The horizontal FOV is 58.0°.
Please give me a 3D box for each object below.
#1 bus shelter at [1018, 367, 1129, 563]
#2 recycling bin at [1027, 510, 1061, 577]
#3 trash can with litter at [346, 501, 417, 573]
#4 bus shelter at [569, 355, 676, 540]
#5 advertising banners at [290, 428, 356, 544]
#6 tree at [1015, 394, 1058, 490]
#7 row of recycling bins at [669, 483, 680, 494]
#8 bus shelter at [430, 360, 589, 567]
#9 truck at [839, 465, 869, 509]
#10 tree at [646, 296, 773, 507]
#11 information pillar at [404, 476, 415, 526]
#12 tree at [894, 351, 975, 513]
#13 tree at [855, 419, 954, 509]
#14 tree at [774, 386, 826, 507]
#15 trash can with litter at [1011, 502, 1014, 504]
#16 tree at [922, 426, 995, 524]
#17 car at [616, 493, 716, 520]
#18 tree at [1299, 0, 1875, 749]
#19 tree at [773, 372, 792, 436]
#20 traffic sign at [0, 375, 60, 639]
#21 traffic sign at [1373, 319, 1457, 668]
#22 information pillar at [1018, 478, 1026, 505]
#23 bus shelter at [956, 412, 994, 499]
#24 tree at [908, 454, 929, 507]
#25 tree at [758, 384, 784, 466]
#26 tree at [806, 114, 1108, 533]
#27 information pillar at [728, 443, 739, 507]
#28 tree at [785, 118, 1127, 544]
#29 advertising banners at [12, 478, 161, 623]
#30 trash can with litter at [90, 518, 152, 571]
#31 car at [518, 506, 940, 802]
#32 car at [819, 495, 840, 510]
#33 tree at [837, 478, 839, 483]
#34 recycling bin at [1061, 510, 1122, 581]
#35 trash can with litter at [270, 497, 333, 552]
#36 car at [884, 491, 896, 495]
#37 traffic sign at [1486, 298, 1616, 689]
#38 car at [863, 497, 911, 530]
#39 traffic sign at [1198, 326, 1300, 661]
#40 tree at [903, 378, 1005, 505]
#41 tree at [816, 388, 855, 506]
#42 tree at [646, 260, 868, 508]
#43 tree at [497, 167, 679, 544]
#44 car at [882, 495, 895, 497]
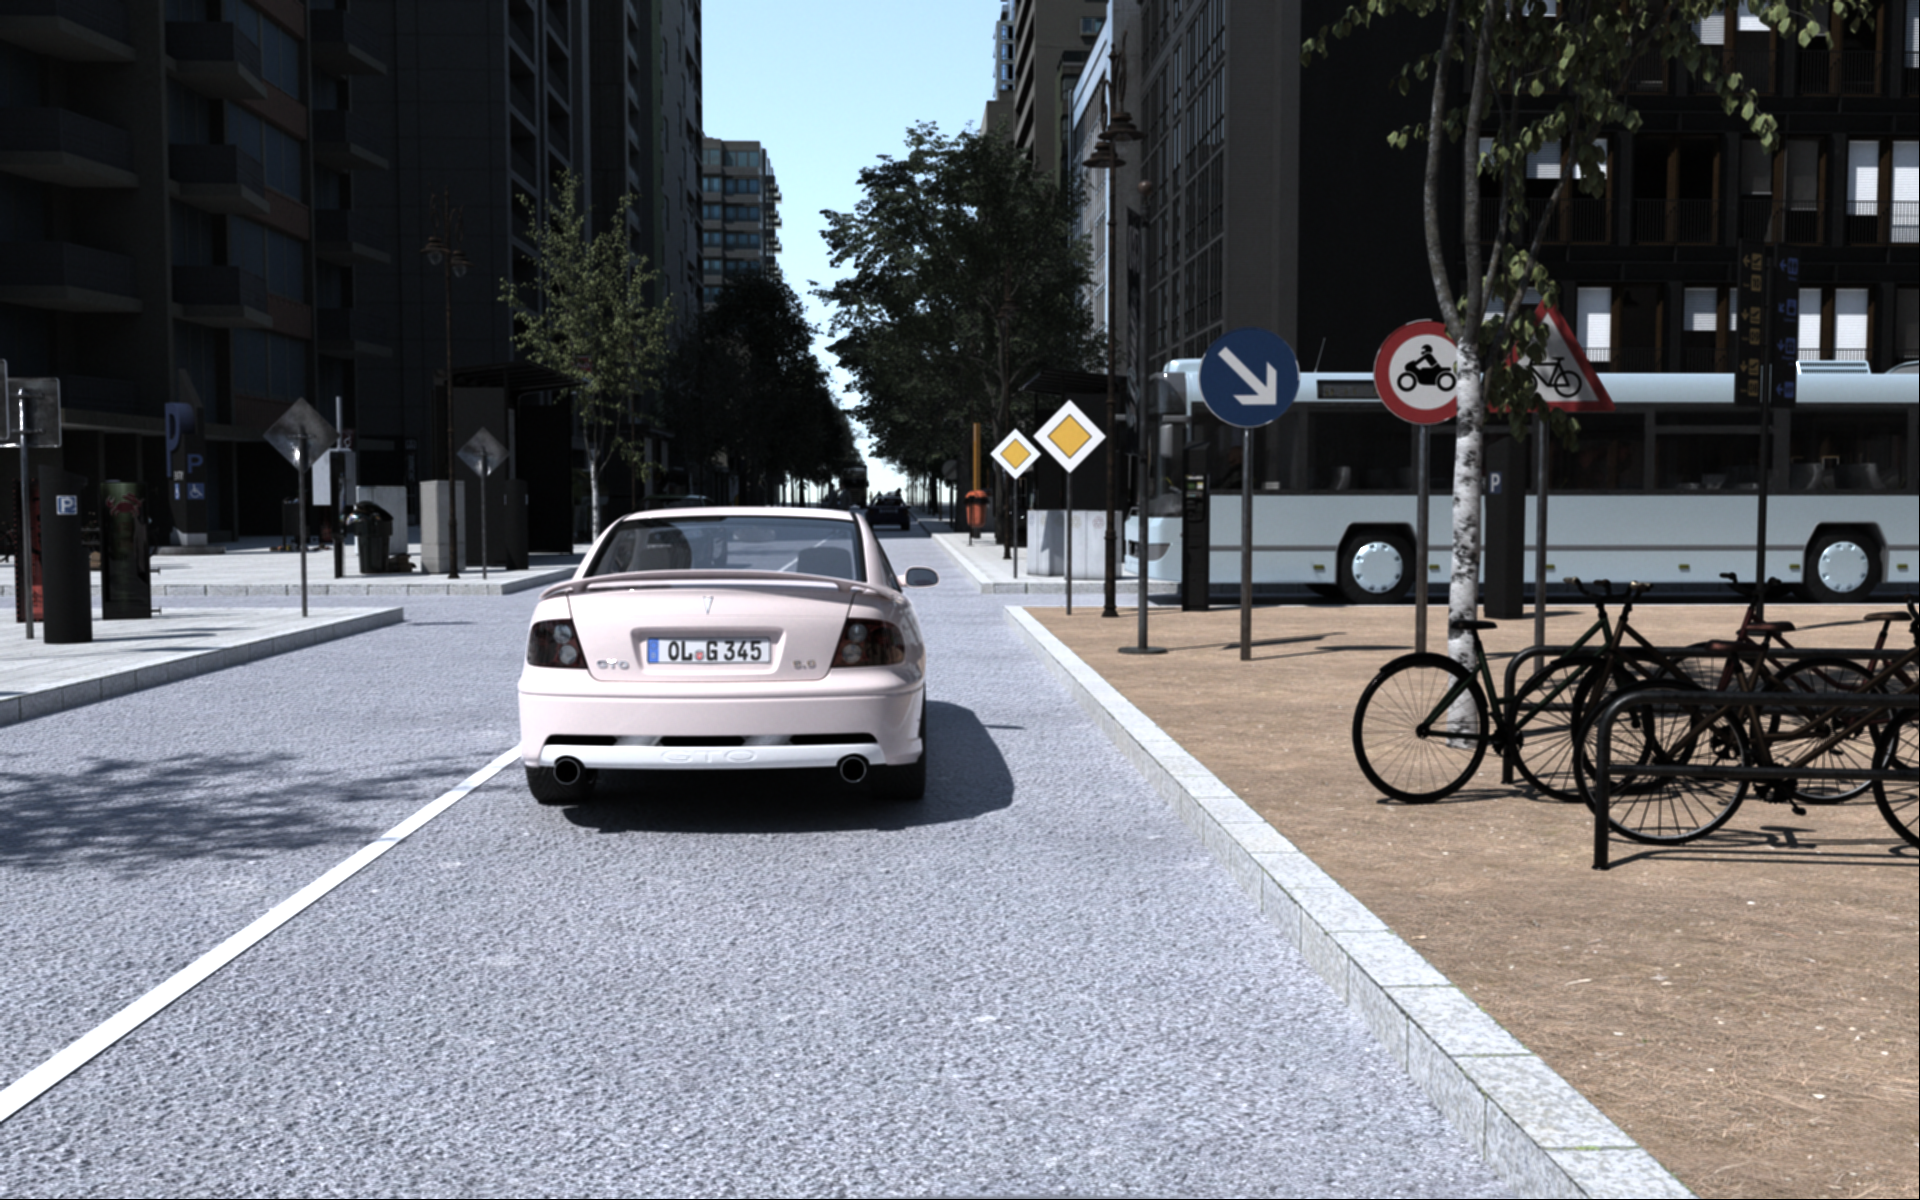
[{"bbox_3d":[2.261,-2.688,35.230,1.731,3.624,6.357,0,4,-2],"label":"bus shelter"},{"bbox_3d":[1.532,-0.903,27.325,0.722,1.027,0.722,-2,4,-28],"label":"recycling bin"},{"bbox_3d":[-9.385,-1.023,28.118,0.624,1.170,1.055,2,4,24],"label":"trash can with litter"},{"bbox_3d":[-10.321,-4.601,52.864,2.179,5.291,8.768,0,4,-2],"label":"bus shelter"},{"bbox_3d":[-16.614,-3.003,45.292,0.090,3.025,2.074,2,4,31],"label":"advertising banners"},{"bbox_3d":[3.964,-9.025,97.929,4.360,8.622,3.978,0,3,0],"label":"tree"},{"bbox_3d":[-10.730,-3.328,61.528,1.069,1.692,3.534,0,4,7],"label":"row of recycling bins"},{"bbox_3d":[-8.534,-2.574,33.371,1.731,3.624,6.357,0,4,-2],"label":"bus shelter"},{"bbox_3d":[-10.304,-11.023,169.140,2.839,4.237,11.283,0,4,-3],"label":"truck"},{"bbox_3d":[-9.901,-6.983,64.534,4.360,8.622,3.978,0,3,0],"label":"tree"},{"bbox_3d":[-22.195,-3.998,69.860,0.304,2.012,0.304,0,4,7],"label":"information pillar"},{"bbox_3d":[-1.770,-11.649,116.215,9.928,11.665,9.643,0,3,0],"label":"tree"},{"bbox_3d":[-2.594,-14.734,151.271,12.009,13.543,11.850,0,3,0],"label":"tree"},{"bbox_3d":[-10.684,-9.586,107.097,4.737,8.622,4.395,0,3,0],"label":"tree"},{"bbox_3d":[1.857,-2.957,59.728,1.055,1.170,0.624,2,4,34],"label":"trash can with litter"},{"bbox_3d":[0.072,-5.586,75.046,4.285,4.588,4.351,0,3,0],"label":"tree"},{"bbox_3d":[-5.469,-1.423,33.057,2.009,1.686,4.222,0,4,-1],"label":"car"},{"bbox_3d":[2.789,-3.556,8.509,4.737,8.622,4.395,0,3,0],"label":"tree"},{"bbox_3d":[-9.297,-7.406,71.448,4.360,8.622,3.978,0,3,0],"label":"tree"},{"bbox_3d":[-8.234,-0.804,15.272,0.606,2.300,0.079,0,4,-2],"label":"traffic sign"},{"bbox_3d":[3.404,-0.772,12.722,0.768,2.556,0.104,0,4,4],"label":"traffic sign"},{"bbox_3d":[2.858,-4.625,80.107,0.304,2.012,0.304,-2,4,-25],"label":"information pillar"},{"bbox_3d":[0.718,-6.413,82.479,2.179,5.291,8.768,0,4,-2],"label":"bus shelter"},{"bbox_3d":[-3.348,-13.589,172.547,4.737,8.622,4.395,0,3,0],"label":"tree"},{"bbox_3d":[-12.534,-11.998,130.584,8.767,10.594,7.601,0,4,2],"label":"tree"},{"bbox_3d":[0.007,-9.230,57.567,9.857,13.997,8.962,0,3,0],"label":"tree"},{"bbox_3d":[-10.231,-5.312,78.199,0.504,3.616,0.183,-3,5,-39],"label":"information pillar"},{"bbox_3d":[0.734,-6.707,44.066,7.601,10.594,8.767,-2,4,-27],"label":"tree"},{"bbox_3d":[-9.161,-1.291,17.291,2.074,3.025,0.090,-2,4,-28],"label":"advertising banners"},{"bbox_3d":[-14.244,-1.092,29.249,0.624,1.170,1.055,1,4,14],"label":"trash can with litter"},{"bbox_3d":[-1.136,0.177,9.474,2.083,1.381,4.827,0,4,-2],"label":"car"},{"bbox_3d":[-8.939,-6.772,122.729,2.014,1.417,4.499,0,4,-1],"label":"car"},{"bbox_3d":[-16.297,-17.733,240.288,4.360,8.622,3.978,0,3,0],"label":"tree"},{"bbox_3d":[2.008,-0.826,26.064,0.722,1.027,0.722,1,4,21],"label":"recycling bin"},{"bbox_3d":[-14.937,-1.744,39.574,1.678,1.210,2.233,1,4,16],"label":"trash can with litter"},{"bbox_3d":[-9.611,-14.517,246.022,2.281,1.827,5.304,0,4,-3],"label":"car"},{"bbox_3d":[3.808,-0.693,11.328,0.884,2.594,0.081,0,4,6],"label":"traffic sign"},{"bbox_3d":[-2.939,-3.502,69.843,1.945,1.354,3.894,0,4,-4],"label":"car"},{"bbox_3d":[2.205,-0.806,13.286,0.768,2.556,0.104,0,4,7],"label":"traffic sign"},{"bbox_3d":[-0.251,-8.511,89.510,4.360,8.622,3.978,0,3,0],"label":"tree"},{"bbox_3d":[-15.242,-17.255,192.494,12.009,13.543,11.850,0,3,0],"label":"tree"},{"bbox_3d":[-10.168,-10.268,84.885,9.611,12.733,9.660,0,3,0],"label":"tree"},{"bbox_3d":[-8.286,-5.431,39.156,4.737,8.622,4.395,0,3,0],"label":"tree"},{"bbox_3d":[-5.640,-7.701,138.499,1.945,1.354,3.894,0,4,-3],"label":"car"}]
